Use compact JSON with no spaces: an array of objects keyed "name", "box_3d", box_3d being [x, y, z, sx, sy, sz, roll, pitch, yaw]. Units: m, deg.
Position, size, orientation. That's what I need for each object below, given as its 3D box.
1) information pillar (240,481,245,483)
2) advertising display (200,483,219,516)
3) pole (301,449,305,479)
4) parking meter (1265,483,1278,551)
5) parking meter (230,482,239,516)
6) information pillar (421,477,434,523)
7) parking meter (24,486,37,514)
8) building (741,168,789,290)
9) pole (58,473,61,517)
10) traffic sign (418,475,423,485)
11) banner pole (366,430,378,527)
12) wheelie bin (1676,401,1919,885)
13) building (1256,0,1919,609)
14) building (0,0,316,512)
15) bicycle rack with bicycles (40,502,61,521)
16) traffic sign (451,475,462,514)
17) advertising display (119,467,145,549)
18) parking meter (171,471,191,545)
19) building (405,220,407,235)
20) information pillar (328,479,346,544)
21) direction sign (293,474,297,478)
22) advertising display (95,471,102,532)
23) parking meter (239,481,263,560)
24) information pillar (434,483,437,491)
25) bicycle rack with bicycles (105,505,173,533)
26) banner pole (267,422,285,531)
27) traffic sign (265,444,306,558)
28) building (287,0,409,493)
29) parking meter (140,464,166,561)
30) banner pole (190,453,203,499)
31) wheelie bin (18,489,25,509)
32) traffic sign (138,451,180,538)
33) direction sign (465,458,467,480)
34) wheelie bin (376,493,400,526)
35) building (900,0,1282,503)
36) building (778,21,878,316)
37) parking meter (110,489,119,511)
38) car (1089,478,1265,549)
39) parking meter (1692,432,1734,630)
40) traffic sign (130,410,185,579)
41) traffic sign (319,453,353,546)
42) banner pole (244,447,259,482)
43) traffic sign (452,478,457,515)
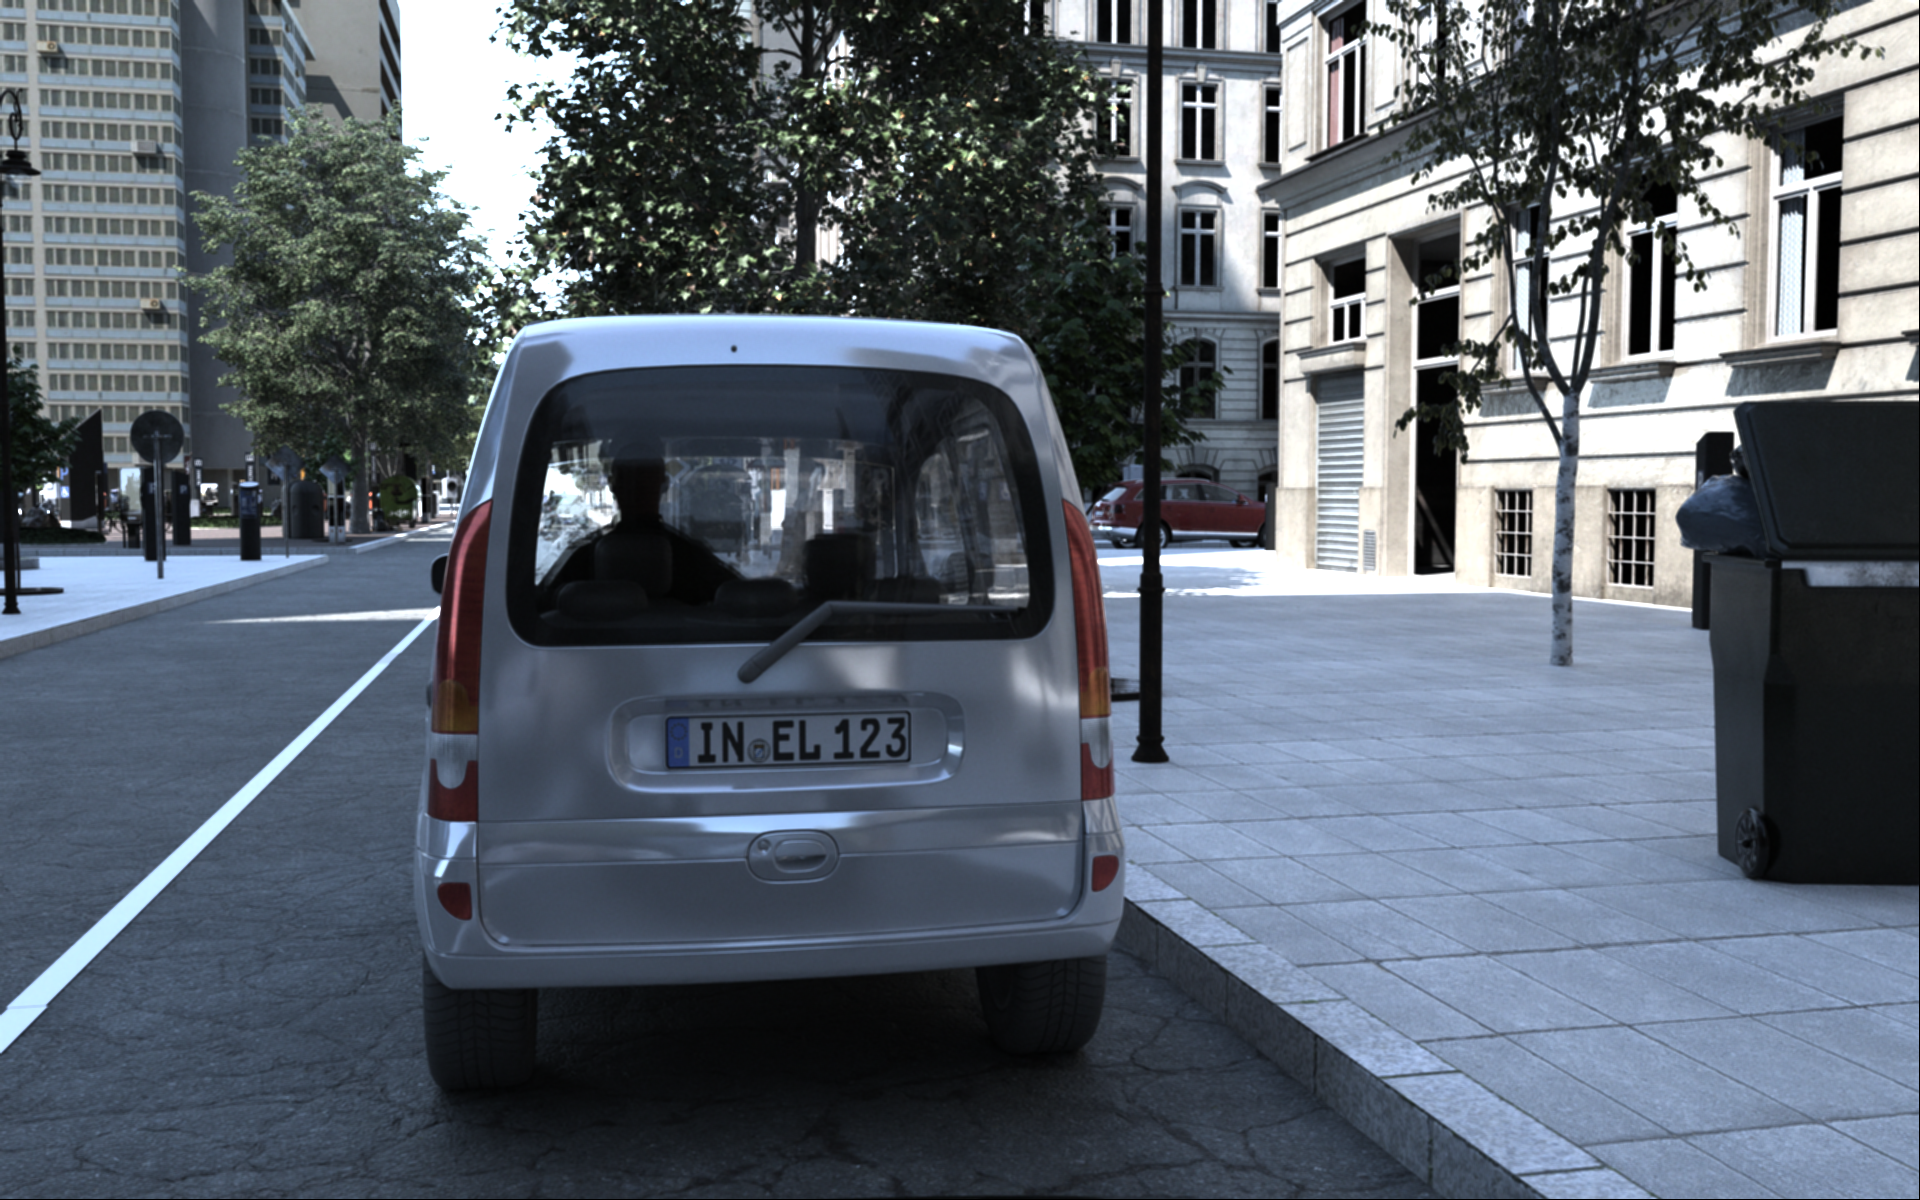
[{"name":"information pillar","box_3d":[-38.835,-5.476,94.032,0.304,2.012,0.304,1,4,13]},{"name":"advertising display","box_3d":[-43.739,-5.855,100.950,0.974,1.923,0.123,-1,4,-12]},{"name":"pole","box_3d":[-29.943,-5.206,78.953,0.158,3.312,0.155,0,3,0]},{"name":"parking meter","box_3d":[7.071,-1.875,39.062,0.372,1.533,0.369,0,3,0]},{"name":"parking meter","box_3d":[-35.211,-4.794,84.089,0.255,1.863,0.399,-3,5,-44]},{"name":"information pillar","box_3d":[-23.396,-4.365,75.860,0.304,2.012,0.304,1,4,9]},{"name":"parking meter","box_3d":[-37.373,-3.909,69.628,0.399,1.863,0.255,1,4,9]},{"name":"building","box_3d":[-7.010,-16.331,108.813,13.314,21.916,24.055,-1,4,-13]},{"name":"pole","box_3d":[-50.124,-6.273,96.410,0.158,3.312,0.155,0,3,0]},{"name":"traffic sign","box_3d":[-33.050,-6.536,106.860,0.884,2.594,0.081,0,4,-5]},{"name":"banner pole","box_3d":[-22.859,-4.725,67.275,0.401,3.779,0.863,1,4,15]},{"name":"wheelie bin","box_3d":[2.924,0.123,5.904,0.980,1.594,0.693,0,4,4]},{"name":"building","box_3d":[15.829,-11.276,17.644,16.112,22.955,30.059,-1,4,-13]},{"name":"building","box_3d":[-59.665,-26.305,121.966,32.217,40.220,23.993,-1,4,-13]},{"name":"bicycle rack with bicycles","box_3d":[-44.014,-4.200,82.045,2.925,0.926,2.852,1,4,20]},{"name":"traffic sign","box_3d":[-33.207,-6.973,114.115,0.768,2.556,0.104,-1,4,-11]},{"name":"advertising display","box_3d":[-19.556,-2.186,40.957,0.974,1.923,0.123,2,4,35]},{"name":"parking meter","box_3d":[-19.583,-2.315,43.559,0.255,1.863,0.399,2,4,32]},{"name":"building","box_3d":[-60.011,-23.983,163.823,14.160,30.474,14.107,-1,4,-13]},{"name":"information pillar","box_3d":[-15.964,-2.438,44.354,0.304,2.012,0.304,3,4,37]},{"name":"direction sign","box_3d":[-33.446,-5.762,86.208,0.876,3.537,0.379,-3,5,-40]},{"name":"advertising display","box_3d":[-24.593,-2.707,49.469,0.123,1.923,0.974,-2,4,-28]},{"name":"parking meter","box_3d":[-13.769,-1.539,33.581,0.372,1.533,0.369,0,3,0]},{"name":"information pillar","box_3d":[-33.437,-6.450,109.944,0.304,2.012,0.304,2,4,35]},{"name":"bicycle rack with bicycles","box_3d":[-27.152,-2.700,57.527,2.852,0.926,2.925,3,5,40]},{"name":"banner pole","box_3d":[-23.546,-4.269,59.820,0.401,3.779,0.863,3,5,40]},{"name":"traffic sign","box_3d":[-13.541,-1.906,34.813,0.795,2.450,0.064,-1,4,-13]},{"name":"building","box_3d":[-58.592,-31.903,145.310,21.300,48.544,21.600,-1,4,-13]},{"name":"parking meter","box_3d":[-15.512,-1.686,33.280,0.399,1.863,0.255,-2,4,-33]},{"name":"banner pole","box_3d":[-46.162,-7.012,104.660,0.863,3.779,0.401,-3,4,-36]},{"name":"wheelie bin","box_3d":[-42.941,-4.337,78.821,0.980,1.594,0.693,0,4,2]},{"name":"traffic sign","box_3d":[-13.738,-1.810,29.693,0.768,2.556,0.104,0,4,-6]},{"name":"direction sign","box_3d":[-30.192,-6.966,105.885,0.379,3.537,0.876,-1,4,-15]},{"name":"wheelie bin","box_3d":[-22.797,-3.746,69.157,0.980,1.594,0.693,-2,4,-29]},{"name":"building","box_3d":[15.429,-15.026,64.752,34.723,24.649,14.460,-1,4,-13]},{"name":"building","box_3d":[-1.166,-17.562,84.396,12.463,27.353,25.104,-1,4,-13]},{"name":"parking meter","box_3d":[-45.883,-5.235,94.004,0.372,1.533,0.369,0,3,0]},{"name":"car","box_3d":[5.815,-2.072,42.557,5.304,1.827,2.281,-1,4,-15]},{"name":"parking meter","box_3d":[7.159,-0.658,16.473,0.255,1.863,0.399,1,4,8]},{"name":"traffic sign","box_3d":[-12.154,-1.599,26.256,0.768,2.556,0.104,-1,4,-12]},{"name":"traffic sign","box_3d":[-15.338,-2.382,42.594,0.795,2.450,0.064,-1,4,-13]},{"name":"banner pole","box_3d":[-37.305,-6.206,91.477,0.863,3.779,0.401,-3,4,-36]},{"name":"traffic sign","box_3d":[-31.496,-6.437,107.370,0.606,2.300,0.079,-1,4,-13]}]
